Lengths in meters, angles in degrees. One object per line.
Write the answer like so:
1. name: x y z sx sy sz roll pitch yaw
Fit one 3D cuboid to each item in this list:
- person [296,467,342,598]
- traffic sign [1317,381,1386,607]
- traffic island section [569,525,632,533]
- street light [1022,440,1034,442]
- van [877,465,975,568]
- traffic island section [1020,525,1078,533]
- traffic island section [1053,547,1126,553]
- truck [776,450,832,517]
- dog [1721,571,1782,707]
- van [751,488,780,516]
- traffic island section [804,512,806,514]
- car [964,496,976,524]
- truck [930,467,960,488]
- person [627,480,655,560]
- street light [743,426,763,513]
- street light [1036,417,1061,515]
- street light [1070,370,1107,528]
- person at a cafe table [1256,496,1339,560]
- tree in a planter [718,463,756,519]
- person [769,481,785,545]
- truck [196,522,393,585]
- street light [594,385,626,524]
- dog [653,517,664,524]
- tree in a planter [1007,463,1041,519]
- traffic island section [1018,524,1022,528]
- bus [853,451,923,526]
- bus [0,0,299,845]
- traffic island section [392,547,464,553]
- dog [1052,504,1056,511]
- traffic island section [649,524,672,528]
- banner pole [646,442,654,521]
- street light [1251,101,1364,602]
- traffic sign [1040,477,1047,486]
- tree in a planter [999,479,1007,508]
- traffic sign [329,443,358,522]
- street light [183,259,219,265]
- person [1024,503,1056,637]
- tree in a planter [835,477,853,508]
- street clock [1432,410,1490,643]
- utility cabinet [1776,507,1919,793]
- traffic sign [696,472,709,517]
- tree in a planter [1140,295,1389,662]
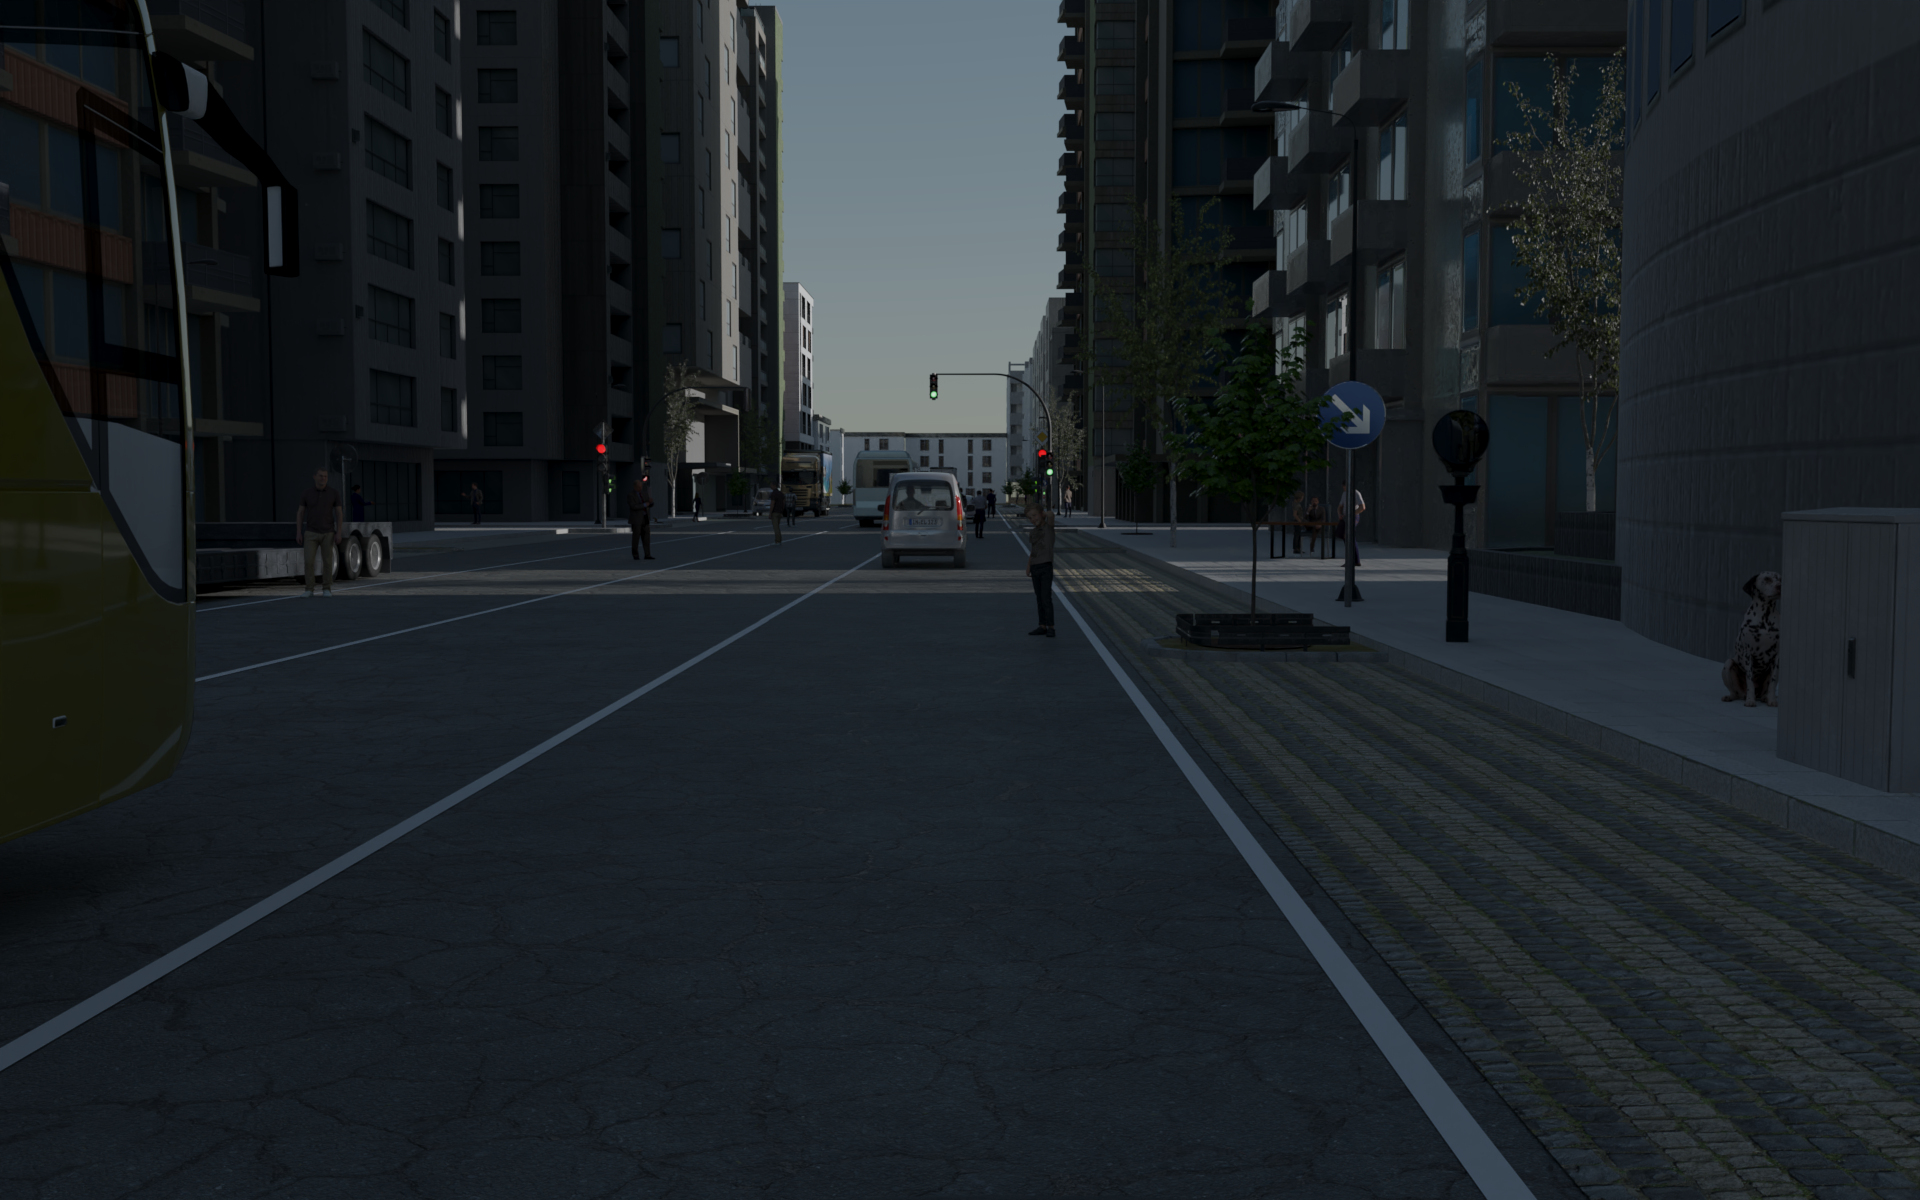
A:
1. person: -8.897 -0.942 24.030 0.598 1.807 0.434 0 4 -5
2. traffic sign: 4.399 -1.190 19.560 0.768 2.556 0.104 1 4 10
3. traffic island section: -13.484 -2.644 65.510 2.009 0.180 2.903 0 4 1
4. street light: 5.986 -10.741 148.154 1.470 5.913 1.316 0 4 1
5. van: -0.695 -1.708 34.941 2.013 2.044 4.112 0 4 0
6. traffic island section: 3.376 -2.629 65.264 2.009 0.180 2.903 0 4 1
7. traffic island section: 3.062 -1.220 42.806 1.991 0.108 1.994 0 4 1
8. truck: -9.913 -7.511 111.722 2.839 4.237 11.283 0 4 0
9. dog: 4.988 0.227 10.668 0.800 0.831 0.513 -3 5 -40
10. van: -12.674 -6.560 114.263 2.013 2.044 4.112 0 4 1
11. traffic island section: -12.287 -6.312 126.070 1.991 0.108 1.994 0 4 1
12. car: 0.011 -4.482 85.636 2.083 1.381 4.827 0 4 -1
13. truck: -1.649 -11.933 184.015 2.839 4.237 11.283 0 4 2
14. person: -6.924 -1.747 37.753 0.600 1.739 0.565 1 4 17
15. street light: -14.145 -8.922 118.417 1.470 5.913 1.316 0 4 1
16. street light: 5.395 -8.044 104.056 1.470 5.913 1.316 0 4 1
17. street light: 4.825 -5.662 65.116 1.470 5.913 1.316 0 4 1
18. person at a cafe table: 6.983 -1.457 34.676 1.698 1.238 1.726 2 4 29
19. tree in a planter: -12.690 -6.208 98.716 1.991 3.239 1.994 0 4 1
20. person: -5.154 -2.433 48.401 0.434 1.807 0.598 3 4 37
21. truck: -11.082 -1.896 20.763 2.967 4.110 18.799 0 4 0
22. street light: -14.875 -6.180 73.582 1.470 5.913 1.316 0 4 1
23. dog: -13.501 -3.522 77.775 0.748 0.427 0.550 1 4 16
24. tree in a planter: 3.836 -6.152 97.815 1.991 3.239 1.994 0 4 1
25. traffic island section: 3.490 -3.117 73.248 2.009 0.180 2.903 0 4 1
26. bus: -3.232 -5.194 79.788 2.948 3.499 13.247 0 4 0
27. bus: -4.158 -0.591 1.213 2.896 3.916 12.252 0 4 0
28. traffic island section: -13.487 -1.240 43.133 1.991 0.108 1.994 0 4 1
29. dog: 7.149 -7.211 134.731 0.406 0.507 0.540 3 5 45
30. traffic island section: -13.369 -3.132 73.495 2.009 0.180 2.903 0 4 1
31. banner pole: -14.991 -5.688 83.013 0.401 3.779 0.863 1 4 14
32. street light: 4.141 -2.942 20.637 1.470 5.913 1.316 0 4 1
33. traffic sign: 5.858 -7.423 121.479 0.768 2.556 0.104 0 4 7
34. tree in a planter: 4.964 -10.924 175.822 1.991 3.239 1.994 0 4 1
35. traffic sign: -15.487 -2.655 43.509 0.768 2.556 0.104 1 4 10
36. street light: -15.351 -3.782 34.383 1.470 5.913 1.316 0 4 1
37. person: 0.827 -0.312 17.513 0.435 1.345 0.340 3 4 36
38. tree in a planter: -11.584 -10.885 175.190 1.991 3.239 1.994 0 4 1
39. street clock: 4.323 -0.638 15.007 0.471 2.002 0.358 1 4 14
40. utility cabinet: 4.107 0.199 7.902 0.306 1.237 1.020 0 4 0
41. traffic sign: -14.693 -6.041 98.880 0.768 2.556 0.104 1 4 10
42. tree in a planter: 2.657 -1.122 15.564 1.991 3.239 1.994 0 4 1
